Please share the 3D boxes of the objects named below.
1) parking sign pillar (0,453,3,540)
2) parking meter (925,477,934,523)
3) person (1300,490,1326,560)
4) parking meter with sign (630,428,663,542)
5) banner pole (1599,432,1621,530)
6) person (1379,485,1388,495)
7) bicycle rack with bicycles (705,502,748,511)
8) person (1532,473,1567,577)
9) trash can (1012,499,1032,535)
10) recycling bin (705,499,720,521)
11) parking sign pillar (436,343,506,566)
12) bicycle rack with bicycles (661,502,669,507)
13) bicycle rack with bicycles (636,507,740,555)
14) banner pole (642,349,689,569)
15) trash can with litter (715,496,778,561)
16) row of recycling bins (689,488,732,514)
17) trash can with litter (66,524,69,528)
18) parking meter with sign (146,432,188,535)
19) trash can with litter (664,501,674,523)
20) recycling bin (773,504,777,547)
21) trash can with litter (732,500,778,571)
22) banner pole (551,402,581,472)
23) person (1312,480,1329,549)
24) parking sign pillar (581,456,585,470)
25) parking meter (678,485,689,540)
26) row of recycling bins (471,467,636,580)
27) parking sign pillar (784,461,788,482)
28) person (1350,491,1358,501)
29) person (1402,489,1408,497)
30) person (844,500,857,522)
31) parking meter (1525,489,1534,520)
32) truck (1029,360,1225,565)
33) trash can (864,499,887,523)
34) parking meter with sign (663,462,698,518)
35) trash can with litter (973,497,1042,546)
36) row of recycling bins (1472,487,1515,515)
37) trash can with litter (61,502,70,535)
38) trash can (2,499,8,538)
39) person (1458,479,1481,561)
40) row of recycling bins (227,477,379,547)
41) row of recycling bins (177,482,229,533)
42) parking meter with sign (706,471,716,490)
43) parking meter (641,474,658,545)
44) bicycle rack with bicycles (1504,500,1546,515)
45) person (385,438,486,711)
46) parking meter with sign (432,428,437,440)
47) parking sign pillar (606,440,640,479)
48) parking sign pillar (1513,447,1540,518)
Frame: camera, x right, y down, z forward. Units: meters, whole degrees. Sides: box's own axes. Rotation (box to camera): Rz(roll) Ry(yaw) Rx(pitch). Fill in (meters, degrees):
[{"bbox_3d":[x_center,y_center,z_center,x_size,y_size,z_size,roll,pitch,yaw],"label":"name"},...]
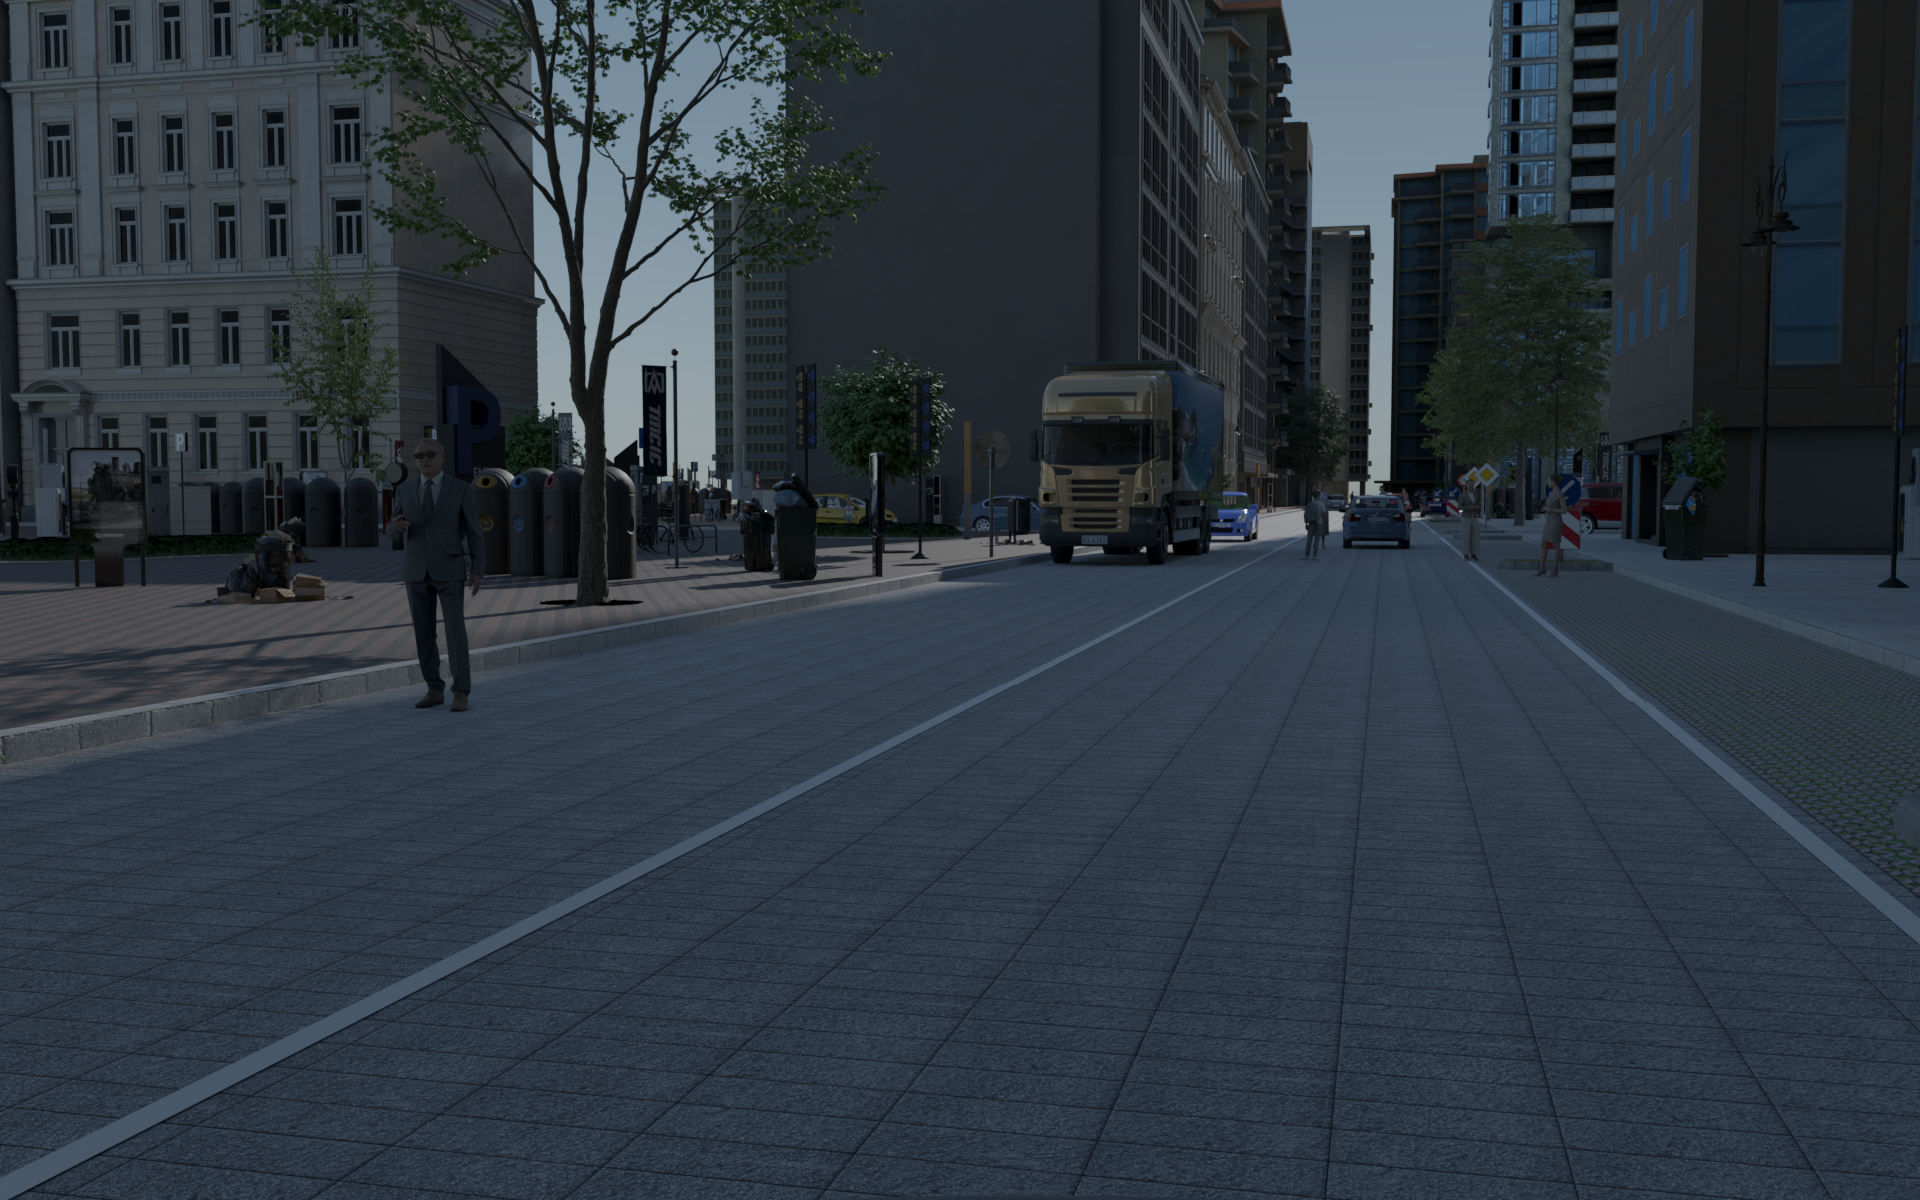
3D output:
[{"bbox_3d":[-20.383,-2.903,35.944,1.447,3.967,1.447,-1,4,-8],"label":"parking sign pillar"},{"bbox_3d":[-1.019,-3.189,57.850,0.255,1.863,0.399,0,4,-6],"label":"parking meter"},{"bbox_3d":[7.662,-1.620,37.581,0.503,1.515,0.523,-1,4,-13],"label":"person"},{"bbox_3d":[-8.513,-3.065,46.366,0.543,3.016,1.738,-2,4,-25],"label":"parking meter with sign"},{"bbox_3d":[23.126,-4.381,61.642,0.863,3.779,0.401,0,4,-3],"label":"banner pole"},{"bbox_3d":[19.117,-4.248,77.976,0.620,1.820,0.660,-2,4,-28],"label":"person"},{"bbox_3d":[-10.513,-4.010,78.937,2.852,0.926,2.925,1,4,11],"label":"bicycle rack with bicycles"},{"bbox_3d":[10.099,-1.272,29.634,0.374,1.781,0.599,-1,4,-10],"label":"person"},{"bbox_3d":[1.942,-2.639,54.803,0.748,1.137,0.748,0,3,0],"label":"trash can"},{"bbox_3d":[-12.062,-4.395,84.405,0.722,1.027,0.722,-1,4,-10],"label":"recycling bin"},{"bbox_3d":[-8.889,-2.635,31.554,1.447,3.967,1.447,2,4,29],"label":"parking sign pillar"},{"bbox_3d":[-14.345,-4.190,81.895,2.925,0.926,2.852,0,4,-1],"label":"bicycle rack with bicycles"},{"bbox_3d":[-6.739,-1.485,37.655,2.852,0.926,2.925,2,4,28],"label":"bicycle rack with bicycles"},{"bbox_3d":[-5.090,-2.431,29.757,0.863,3.779,0.401,-3,4,-37],"label":"banner pole"},{"bbox_3d":[-3.941,-1.380,33.626,1.678,1.210,2.233,-1,4,-17],"label":"trash can with litter"},{"bbox_3d":[-16.248,-6.443,112.455,3.534,1.692,1.069,2,4,32],"label":"row of recycling bins"},{"bbox_3d":[-33.285,-3.357,65.947,2.233,1.210,1.678,-2,4,-24],"label":"trash can with litter"},{"bbox_3d":[-22.522,-3.189,48.408,0.543,3.016,1.738,3,4,37],"label":"parking meter with sign"},{"bbox_3d":[-12.663,-3.993,76.670,1.055,1.170,0.624,2,4,31],"label":"trash can with litter"},{"bbox_3d":[-4.131,-1.819,42.300,0.722,1.027,0.722,1,4,10],"label":"recycling bin"},{"bbox_3d":[-3.183,-1.082,29.073,1.055,1.170,0.624,-2,4,-27],"label":"trash can with litter"},{"bbox_3d":[-10.803,-3.479,46.896,0.863,3.779,0.401,2,4,24],"label":"banner pole"},{"bbox_3d":[9.463,-2.255,45.588,0.478,1.798,0.641,0,4,-4],"label":"person"},{"bbox_3d":[-26.033,-8.042,119.953,1.447,3.967,1.447,-3,4,-36],"label":"parking sign pillar"},{"bbox_3d":[-7.784,-2.451,48.482,0.372,1.533,0.369,0,3,0],"label":"parking meter"},{"bbox_3d":[-6.400,-1.226,27.160,3.534,1.692,1.069,3,4,37],"label":"row of recycling bins"},{"bbox_3d":[-9.314,-6.688,97.824,1.447,3.967,1.447,-3,5,-44],"label":"parking sign pillar"},{"bbox_3d":[43.799,-11.237,192.757,0.750,1.759,0.617,-1,4,-10],"label":"person"},{"bbox_3d":[33.113,-7.399,129.390,0.656,1.842,0.836,0,4,-7],"label":"person"},{"bbox_3d":[-3.966,-2.989,62.389,0.505,1.210,0.382,-1,4,-9],"label":"person"},{"bbox_3d":[27.799,-4.654,84.504,0.372,1.533,0.369,0,3,0],"label":"parking meter"},{"bbox_3d":[3.990,-3.050,38.779,2.839,4.237,11.283,1,4,16],"label":"truck"},{"bbox_3d":[-2.607,-2.545,53.257,0.748,1.137,0.748,0,3,0],"label":"trash can"},{"bbox_3d":[-14.983,-5.940,93.373,1.738,3.016,0.543,2,4,27],"label":"parking meter with sign"},{"bbox_3d":[1.324,-2.013,43.963,1.678,1.210,2.233,-1,4,-12],"label":"trash can with litter"},{"bbox_3d":[33.500,-6.231,108.982,3.534,1.692,1.069,-1,4,-18],"label":"row of recycling bins"},{"bbox_3d":[-28.066,-2.619,54.202,0.624,1.170,1.055,2,4,27],"label":"trash can with litter"},{"bbox_3d":[-27.121,-2.258,48.578,0.748,1.137,0.748,0,3,0],"label":"trash can"},{"bbox_3d":[10.855,-1.699,36.831,0.519,1.759,0.362,-1,4,-21],"label":"person"},{"bbox_3d":[-15.906,-2.155,42.354,3.534,1.692,1.069,1,4,10],"label":"row of recycling bins"},{"bbox_3d":[-24.279,-3.058,57.104,3.534,1.692,1.069,1,4,12],"label":"row of recycling bins"},{"bbox_3d":[-18.624,-8.115,128.947,0.543,3.016,1.738,-1,4,-23],"label":"parking meter with sign"},{"bbox_3d":[-7.827,-2.323,43.691,0.255,1.863,0.399,2,4,24],"label":"parking meter"},{"bbox_3d":[34.030,-5.519,103.612,2.925,0.926,2.852,-1,4,-11],"label":"bicycle rack with bicycles"},{"bbox_3d":[-3.507,-0.174,11.516,0.661,1.801,0.590,0,4,-2],"label":"person"},{"bbox_3d":[-13.093,-3.050,46.122,1.738,3.016,0.543,-2,4,-30],"label":"parking meter with sign"},{"bbox_3d":[-16.575,-5.984,86.315,1.447,3.967,1.447,1,4,20],"label":"parking sign pillar"},{"bbox_3d":[29.939,-6.301,91.500,1.447,3.967,1.447,1,4,17],"label":"parking sign pillar"}]
